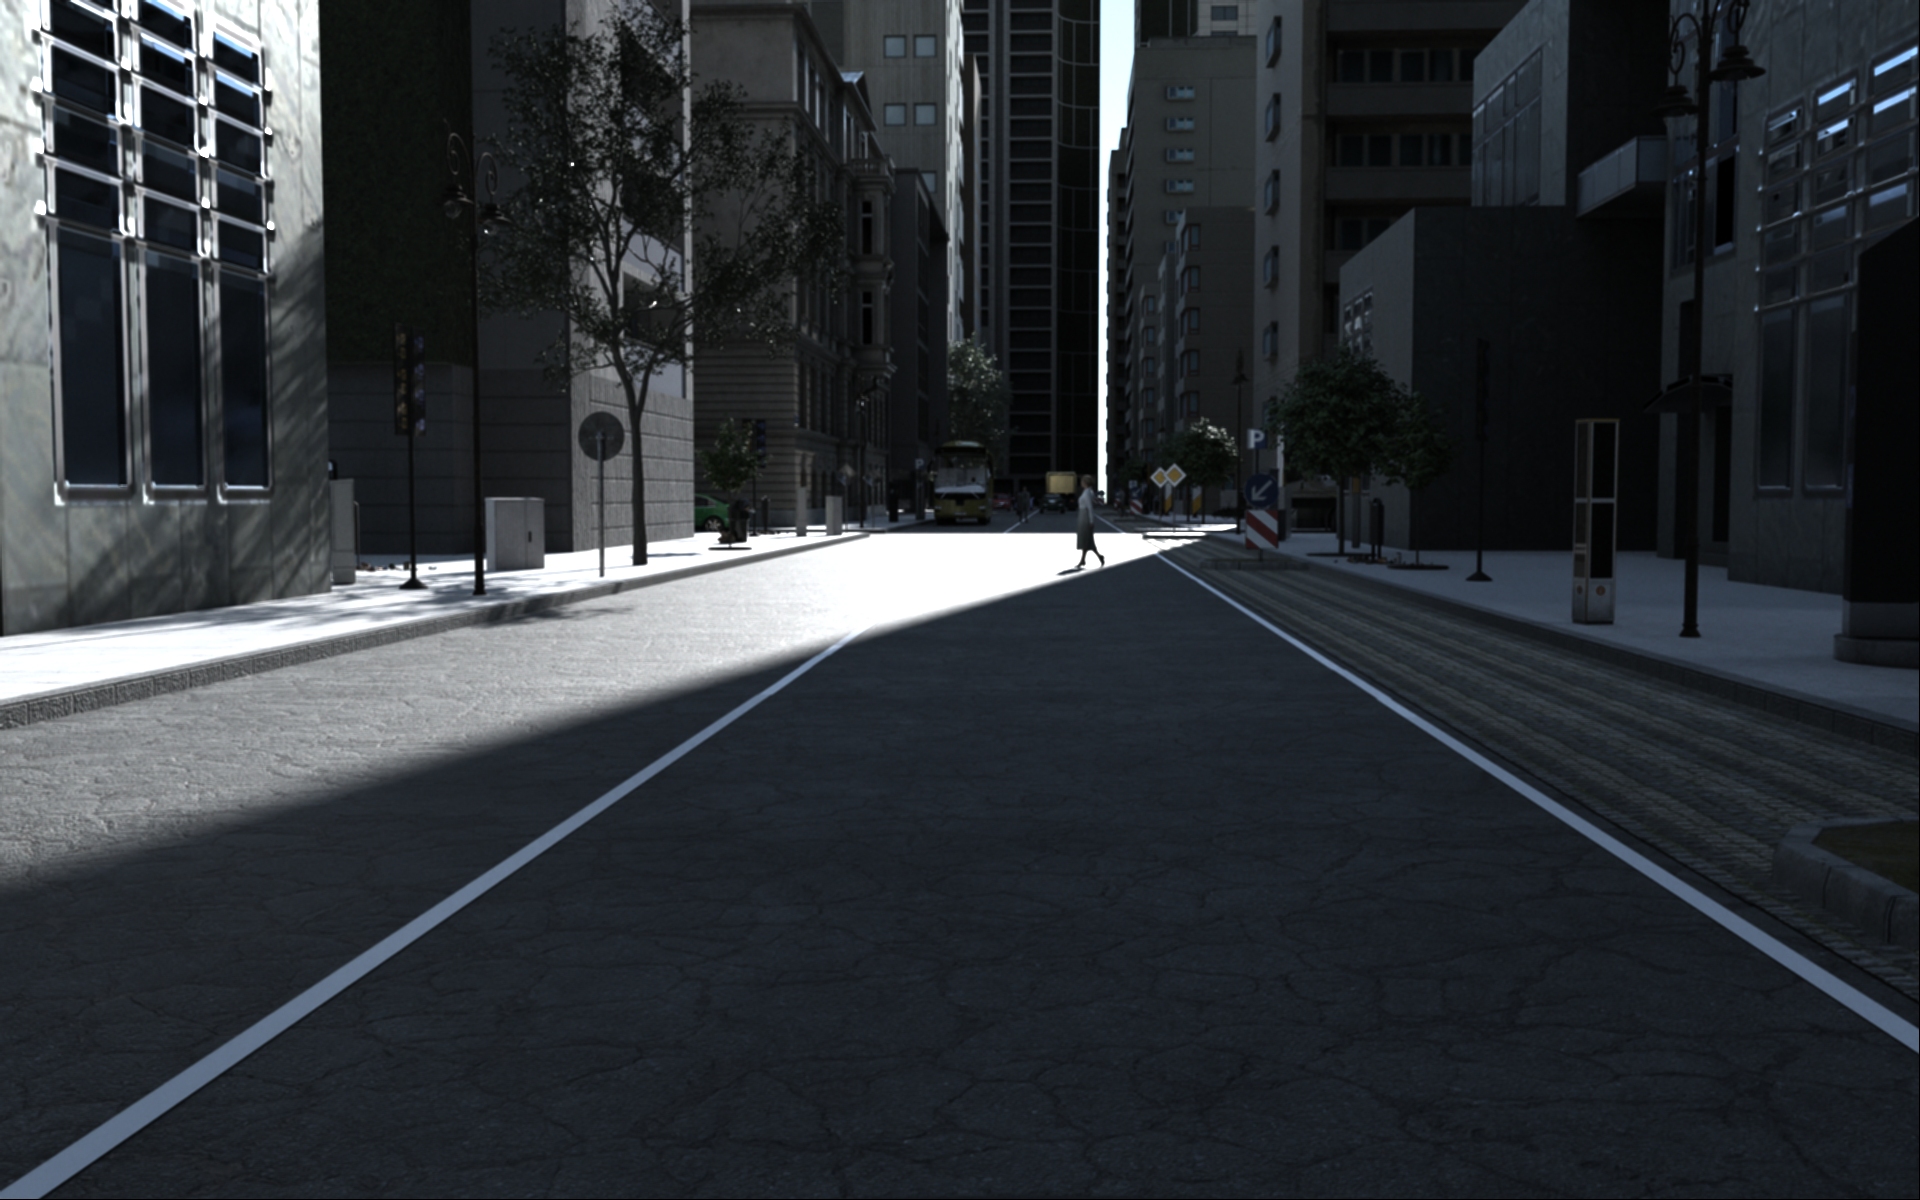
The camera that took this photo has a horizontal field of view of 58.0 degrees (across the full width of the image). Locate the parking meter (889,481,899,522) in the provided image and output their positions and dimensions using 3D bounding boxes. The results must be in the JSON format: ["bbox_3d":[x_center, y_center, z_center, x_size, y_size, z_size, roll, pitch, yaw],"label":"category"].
[{"bbox_3d":[-3.015,-4.475,78.882,0.399,1.863,0.255,2,4,28],"label":"parking meter"}]

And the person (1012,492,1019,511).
[{"bbox_3d":[4.673,-8.350,146.489,0.593,1.643,0.415,0,4,5],"label":"person"}]

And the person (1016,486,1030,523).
[{"bbox_3d":[3.203,-4.792,86.947,0.694,1.812,0.767,-1,4,-9],"label":"person"}]

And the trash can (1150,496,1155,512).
[{"bbox_3d":[13.919,-6.868,123.949,0.748,1.137,0.748,0,3,0],"label":"trash can"}]

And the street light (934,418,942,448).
[{"bbox_3d":[-1.342,-8.058,104.533,0.468,5.910,1.993,0,4,3],"label":"street light"}]

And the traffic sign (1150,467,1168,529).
[{"bbox_3d":[7.355,-3.667,63.605,0.795,2.450,0.064,0,4,3],"label":"traffic sign"}]

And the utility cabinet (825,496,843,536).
[{"bbox_3d":[-3.917,-2.617,53.949,0.306,1.237,1.020,-1,4,-19],"label":"utility cabinet"}]

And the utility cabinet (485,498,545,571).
[{"bbox_3d":[-7.551,-1.117,29.432,0.306,1.237,1.020,3,4,38],"label":"utility cabinet"}]

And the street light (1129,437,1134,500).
[{"bbox_3d":[13.645,-10.074,137.505,0.468,5.910,1.993,0,4,3],"label":"street light"}]

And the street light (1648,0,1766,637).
[{"bbox_3d":[6.565,-2.606,15.398,0.468,5.910,1.993,0,4,3],"label":"street light"}]

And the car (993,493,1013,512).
[{"bbox_3d":[3.299,-8.211,143.284,2.155,1.783,4.494,0,4,3],"label":"car"}]

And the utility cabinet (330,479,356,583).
[{"bbox_3d":[-8.936,-1.000,25.028,0.318,1.500,1.173,-1,4,-21],"label":"utility cabinet"}]

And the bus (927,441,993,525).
[{"bbox_3d":[0.226,-5.617,83.379,2.896,3.916,12.252,0,4,2],"label":"bus"}]

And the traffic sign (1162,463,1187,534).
[{"bbox_3d":[6.883,-3.180,55.634,0.795,2.450,0.064,0,4,3],"label":"traffic sign"}]

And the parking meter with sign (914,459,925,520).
[{"bbox_3d":[-1.957,-5.474,85.755,0.543,3.016,1.738,0,4,1],"label":"parking meter with sign"}]

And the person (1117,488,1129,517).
[{"bbox_3d":[10.105,-6.082,108.057,0.853,1.813,0.709,-1,4,-15],"label":"person"}]

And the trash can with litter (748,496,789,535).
[{"bbox_3d":[-6.275,-2.690,55.033,1.678,1.210,2.233,-1,4,-9],"label":"trash can with litter"}]

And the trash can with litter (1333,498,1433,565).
[{"bbox_3d":[7.816,-1.306,32.413,1.678,1.210,2.233,0,4,1],"label":"trash can with litter"}]

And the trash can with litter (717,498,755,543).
[{"bbox_3d":[-5.886,-2.082,45.435,0.624,1.170,1.055,2,4,24],"label":"trash can with litter"}]

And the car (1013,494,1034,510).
[{"bbox_3d":[5.674,-8.909,155.246,1.945,1.707,3.694,0,4,3],"label":"car"}]

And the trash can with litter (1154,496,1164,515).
[{"bbox_3d":[12.192,-5.788,106.013,0.624,1.170,1.055,0,4,2],"label":"trash can with litter"}]

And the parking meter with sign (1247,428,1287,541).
[{"bbox_3d":[8.342,-3.095,46.866,0.543,3.016,1.738,2,4,31],"label":"parking meter with sign"}]

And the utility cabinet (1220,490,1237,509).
[{"bbox_3d":[16.014,-5.739,102.510,1.173,1.500,0.318,2,4,32],"label":"utility cabinet"}]

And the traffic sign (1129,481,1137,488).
[{"bbox_3d":[13.222,-7.966,132.381,0.606,2.300,0.079,1,4,11],"label":"traffic sign"}]

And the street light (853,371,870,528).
[{"bbox_3d":[-3.692,-5.631,64.861,0.468,5.910,1.993,0,4,3],"label":"street light"}]

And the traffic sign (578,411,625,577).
[{"bbox_3d":[-5.542,-1.629,26.742,0.768,2.556,0.104,1,4,13],"label":"traffic sign"}]

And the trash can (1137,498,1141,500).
[{"bbox_3d":[13.958,-7.488,134.089,0.748,1.137,0.748,0,3,0],"label":"trash can"}]

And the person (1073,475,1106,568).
[{"bbox_3d":[2.533,-1.530,33.747,0.641,1.798,0.478,1,4,17],"label":"person"}]

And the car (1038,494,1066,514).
[{"bbox_3d":[6.834,-7.137,128.485,2.131,1.459,4.920,0,4,2],"label":"car"}]

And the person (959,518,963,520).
[{"bbox_3d":[0.052,-5.342,95.962,0.709,1.813,0.853,-2,4,-25],"label":"person"}]

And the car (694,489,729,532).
[{"bbox_3d":[-9.703,-3.116,59.736,4.718,1.807,1.959,0,4,1],"label":"car"}]

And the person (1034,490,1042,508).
[{"bbox_3d":[7.988,-10.237,176.018,1.348,1.807,0.705,-3,4,-37],"label":"person"}]

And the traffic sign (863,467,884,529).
[{"bbox_3d":[-3.220,-3.707,64.249,0.795,2.450,0.064,0,4,3],"label":"traffic sign"}]

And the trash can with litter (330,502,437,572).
[{"bbox_3d":[-9.960,-1.098,29.004,2.233,1.210,1.678,0,4,-8],"label":"trash can with litter"}]

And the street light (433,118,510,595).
[{"bbox_3d":[-6.111,-3.001,21.857,0.468,5.910,1.993,0,4,3],"label":"street light"}]

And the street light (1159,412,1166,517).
[{"bbox_3d":[11.466,-7.676,98.293,0.468,5.910,1.993,0,4,3],"label":"street light"}]

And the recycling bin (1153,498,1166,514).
[{"bbox_3d":[12.742,-5.954,109.909,0.722,1.027,0.722,-2,4,-26],"label":"recycling bin"}]

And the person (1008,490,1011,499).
[{"bbox_3d":[5.085,-10.264,176.403,0.705,1.814,1.350,0,4,2],"label":"person"}]

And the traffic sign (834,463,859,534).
[{"bbox_3d":[-3.691,-3.219,56.278,0.795,2.450,0.064,0,4,3],"label":"traffic sign"}]

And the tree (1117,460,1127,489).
[{"bbox_3d":[14.444,-9.602,140.704,4.285,4.588,4.351,0,3,0],"label":"tree"}]

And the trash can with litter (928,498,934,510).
[{"bbox_3d":[-2.149,-7.720,137.286,2.233,1.210,1.678,3,4,37],"label":"trash can with litter"}]

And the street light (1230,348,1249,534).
[{"bbox_3d":[8.850,-5.023,54.914,0.468,5.910,1.993,0,4,3],"label":"street light"}]

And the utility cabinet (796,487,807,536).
[{"bbox_3d":[-4.833,-2.685,52.571,0.318,1.500,1.173,0,4,-7],"label":"utility cabinet"}]

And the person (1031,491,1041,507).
[{"bbox_3d":[8.337,-11.166,191.204,1.348,1.807,0.705,1,4,23],"label":"person"}]

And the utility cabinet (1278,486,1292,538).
[{"bbox_3d":[9.413,-2.559,50.516,0.318,1.500,1.173,1,4,20],"label":"utility cabinet"}]

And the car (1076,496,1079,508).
[{"bbox_3d":[11.670,-10.466,183.115,2.014,1.417,4.499,0,4,4],"label":"car"}]
